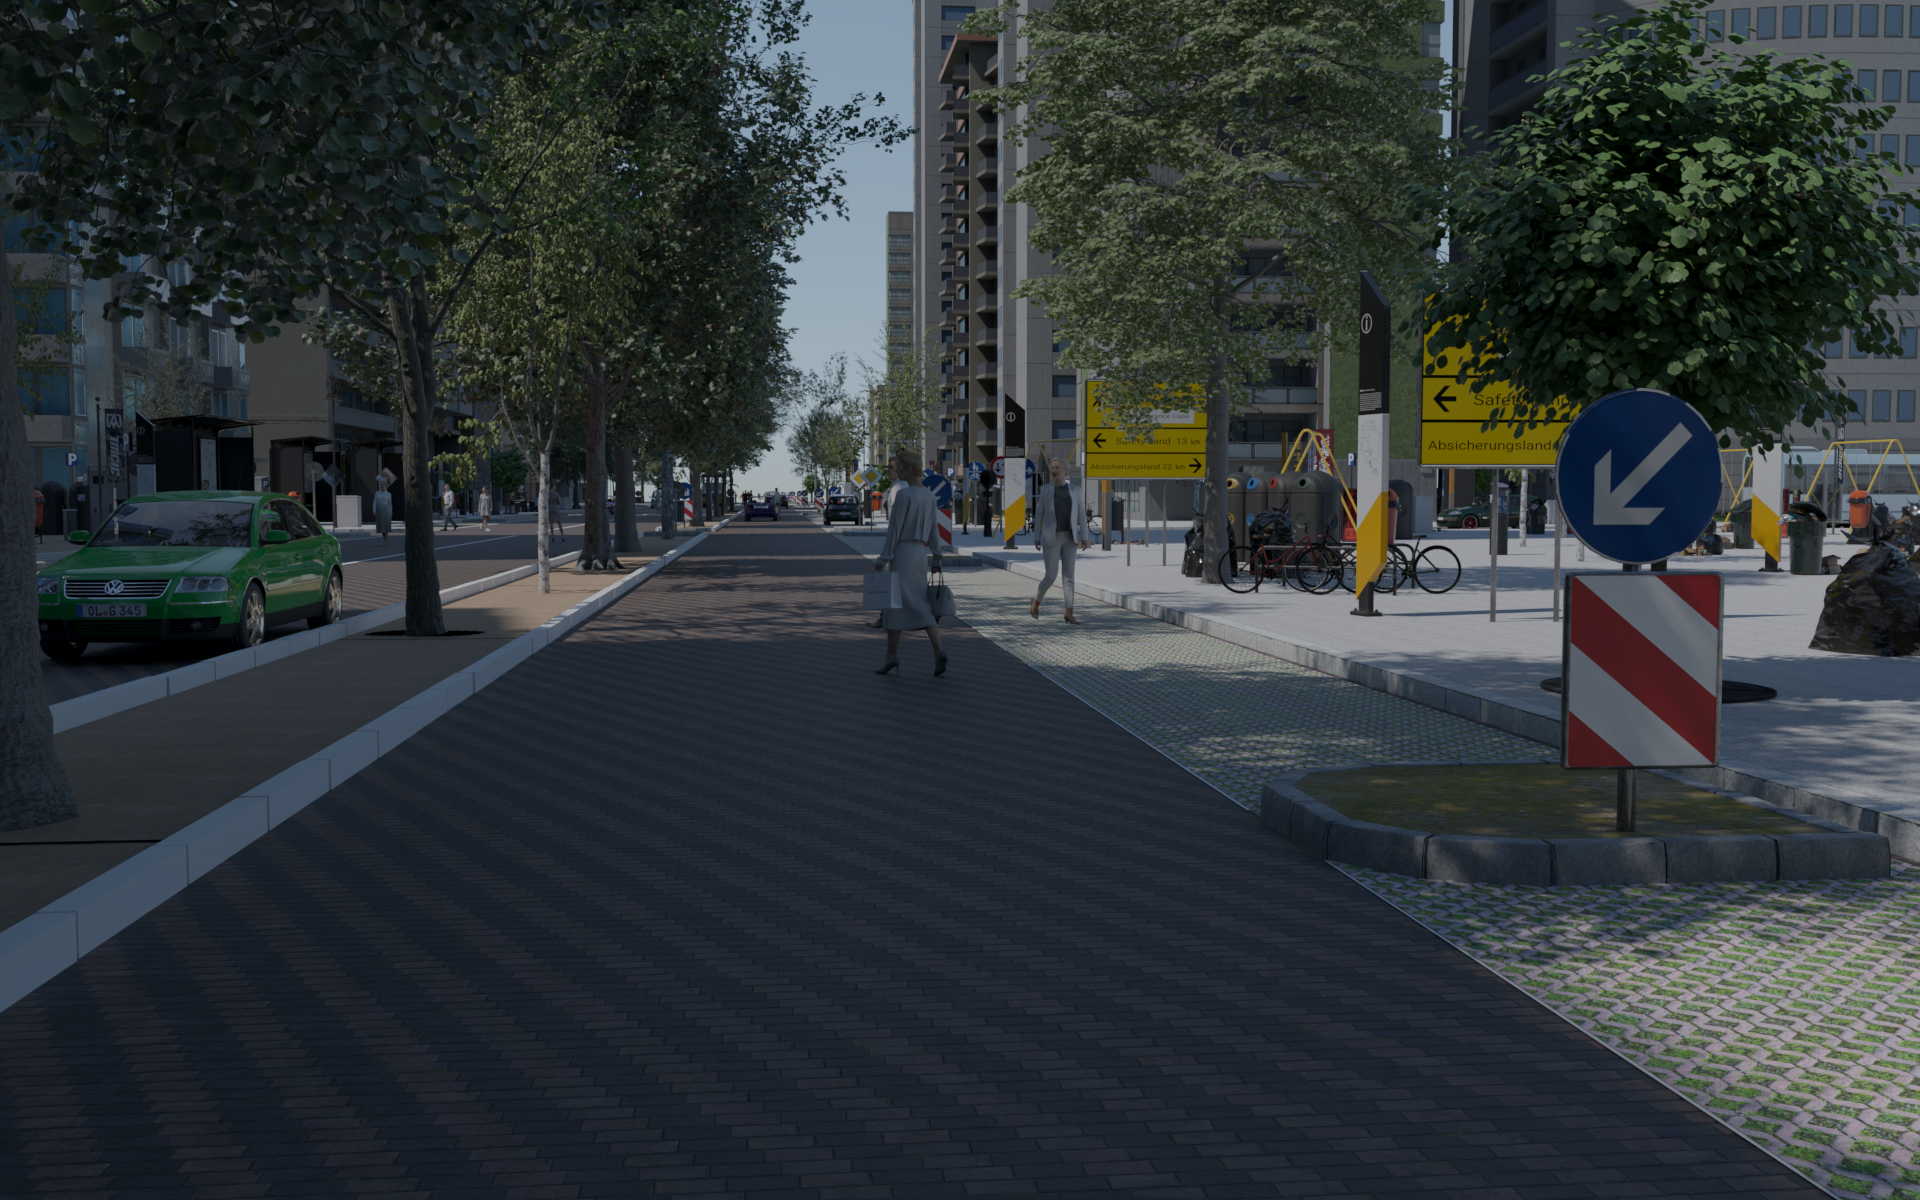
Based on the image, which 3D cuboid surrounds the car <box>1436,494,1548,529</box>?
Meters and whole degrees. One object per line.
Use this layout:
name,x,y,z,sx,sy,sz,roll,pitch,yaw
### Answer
car,20.641,-3.509,67.153,4.222,1.686,2.009,0,4,-6

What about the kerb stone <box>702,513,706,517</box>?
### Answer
kerb stone,-16.900,-5.685,115.147,0.120,0.150,1.000,0,4,-6

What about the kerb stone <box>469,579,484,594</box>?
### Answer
kerb stone,-7.037,-0.167,24.921,0.120,0.150,1.000,0,4,-6

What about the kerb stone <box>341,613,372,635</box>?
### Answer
kerb stone,-6.247,0.268,17.807,0.120,0.150,1.000,0,4,-6

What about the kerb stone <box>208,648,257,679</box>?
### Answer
kerb stone,-5.804,0.518,13.733,0.120,0.150,1.000,0,4,-6

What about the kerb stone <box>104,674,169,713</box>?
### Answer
kerb stone,-5.594,0.643,11.695,0.120,0.150,1.000,0,4,-6

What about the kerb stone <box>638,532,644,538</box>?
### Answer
kerb stone,-10.604,-2.162,57.551,0.120,0.150,1.000,0,4,-6

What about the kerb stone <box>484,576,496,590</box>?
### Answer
kerb stone,-7.137,-0.229,25.947,0.120,0.150,1.000,0,4,-6

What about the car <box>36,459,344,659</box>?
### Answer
car,-7.219,-0.473,16.525,1.959,1.807,4.718,0,4,-6

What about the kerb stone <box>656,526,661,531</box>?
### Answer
kerb stone,-11.783,-2.815,68.270,0.120,0.150,1.000,0,4,-6

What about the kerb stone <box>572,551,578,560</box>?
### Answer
kerb stone,-8.367,-0.915,37.180,0.120,0.150,1.000,0,4,-6

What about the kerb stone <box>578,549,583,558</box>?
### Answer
kerb stone,-8.480,-0.979,38.196,0.120,0.150,1.000,0,4,-6

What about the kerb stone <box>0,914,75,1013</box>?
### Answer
kerb stone,-2.715,1.063,4.808,0.120,0.150,1.000,0,4,-6

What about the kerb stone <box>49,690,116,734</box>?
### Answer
kerb stone,-5.475,0.704,10.679,0.120,0.150,1.000,0,4,-6

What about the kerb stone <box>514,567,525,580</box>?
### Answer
kerb stone,-7.468,-0.417,29.012,0.120,0.150,1.000,0,4,-6

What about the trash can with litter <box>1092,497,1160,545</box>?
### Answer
trash can with litter,4.153,-2.023,44.129,1.678,1.210,2.233,-2,4,-34

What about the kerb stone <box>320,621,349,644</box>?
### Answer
kerb stone,-6.137,0.339,16.791,0.120,0.150,1.000,0,4,-6

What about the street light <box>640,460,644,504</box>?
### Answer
street light,-41.095,-15.369,224.072,0.468,5.910,1.993,0,4,-6

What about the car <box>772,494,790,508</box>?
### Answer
car,-18.074,-10.017,173.561,2.009,1.686,4.222,0,4,-5

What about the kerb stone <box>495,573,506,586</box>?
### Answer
kerb stone,-7.245,-0.289,26.970,0.120,0.150,1.000,0,4,-6

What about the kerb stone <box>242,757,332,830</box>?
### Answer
kerb stone,-3.054,0.877,7.862,0.120,0.150,1.000,0,4,-6

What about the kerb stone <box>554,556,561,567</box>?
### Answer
kerb stone,-8.030,-0.729,34.115,0.120,0.150,1.000,0,4,-6

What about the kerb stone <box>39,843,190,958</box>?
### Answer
kerb stone,-2.831,1.001,5.826,0.120,0.150,1.000,0,4,-6

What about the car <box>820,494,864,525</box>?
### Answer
car,-5.418,-4.295,80.004,2.009,1.686,4.222,0,4,-7

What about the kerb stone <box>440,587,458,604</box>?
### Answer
kerb stone,-6.816,-0.042,22.888,0.120,0.150,1.000,0,4,-6

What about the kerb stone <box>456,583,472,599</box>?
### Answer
kerb stone,-6.922,-0.104,23.905,0.120,0.150,1.000,0,4,-6

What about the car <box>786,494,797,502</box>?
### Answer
car,-27.652,-16.724,283.034,1.945,1.707,3.694,0,4,-8

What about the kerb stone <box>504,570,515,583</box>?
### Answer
kerb stone,-7.363,-0.354,27.986,0.120,0.150,1.000,0,4,-6

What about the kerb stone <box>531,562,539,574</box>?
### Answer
kerb stone,-7.705,-0.542,31.053,0.120,0.150,1.000,0,4,-6

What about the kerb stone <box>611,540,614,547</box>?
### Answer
kerb stone,-9.594,-1.595,48.388,0.120,0.150,1.000,0,4,-6

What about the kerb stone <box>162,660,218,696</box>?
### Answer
kerb stone,-5.692,0.585,12.713,0.120,0.150,1.000,0,4,-6

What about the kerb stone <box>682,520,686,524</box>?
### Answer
kerb stone,-13.438,-3.753,83.553,0.120,0.150,1.000,0,4,-6

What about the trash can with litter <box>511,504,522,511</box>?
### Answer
trash can with litter,-32.755,-7.182,128.491,2.233,1.210,1.678,1,4,19

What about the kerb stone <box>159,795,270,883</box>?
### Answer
kerb stone,-2.944,0.942,6.842,0.120,0.150,1.000,0,4,-6

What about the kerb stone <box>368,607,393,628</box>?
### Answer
kerb stone,-6.362,0.206,18.823,0.120,0.150,1.000,0,4,-6

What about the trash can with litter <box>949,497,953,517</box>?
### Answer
trash can with litter,-0.642,-4.501,84.985,0.624,1.170,1.055,0,4,0

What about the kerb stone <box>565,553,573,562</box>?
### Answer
kerb stone,-8.252,-0.852,36.164,0.120,0.150,1.000,0,4,-6

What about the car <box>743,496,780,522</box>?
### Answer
car,-10.496,-4.835,91.630,1.945,1.354,3.894,0,4,-5

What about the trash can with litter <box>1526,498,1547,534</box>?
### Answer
trash can with litter,18.253,-2.681,55.225,0.624,1.170,1.055,-1,4,-12

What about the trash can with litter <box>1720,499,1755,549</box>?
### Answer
trash can with litter,18.072,-1.768,40.291,1.055,1.170,0.624,-1,4,-13

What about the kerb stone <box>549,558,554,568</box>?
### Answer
kerb stone,-7.927,-0.665,33.098,0.120,0.150,1.000,0,4,-6

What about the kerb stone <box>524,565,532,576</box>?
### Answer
kerb stone,-7.590,-0.480,30.037,0.120,0.150,1.000,0,4,-6

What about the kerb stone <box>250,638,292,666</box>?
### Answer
kerb stone,-5.912,0.458,14.749,0.120,0.150,1.000,0,4,-6

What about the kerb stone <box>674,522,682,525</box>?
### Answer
kerb stone,-13.114,-3.561,80.502,0.120,0.150,1.000,0,4,-6

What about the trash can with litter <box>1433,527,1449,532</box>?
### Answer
trash can with litter,15.927,-2.937,59.079,2.233,1.210,1.678,-2,4,-29

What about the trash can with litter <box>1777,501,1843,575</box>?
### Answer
trash can with litter,13.581,-0.992,27.605,1.055,1.170,0.624,-2,4,-34

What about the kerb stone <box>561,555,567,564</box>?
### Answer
kerb stone,-8.144,-0.786,35.142,0.120,0.150,1.000,0,4,-6

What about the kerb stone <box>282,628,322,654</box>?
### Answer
kerb stone,-6.030,0.393,15.774,0.120,0.150,1.000,0,4,-6

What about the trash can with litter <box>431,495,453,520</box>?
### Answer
trash can with litter,-26.726,-4.641,86.938,2.233,1.210,1.678,1,4,9

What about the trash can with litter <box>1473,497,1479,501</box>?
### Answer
trash can with litter,22.066,-3.764,72.930,1.055,1.170,0.624,-1,4,-21

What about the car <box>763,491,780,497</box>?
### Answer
car,-22.063,-11.962,204.253,2.281,1.827,5.304,0,4,-8

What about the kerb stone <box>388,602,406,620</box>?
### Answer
kerb stone,-6.479,0.145,19.839,0.120,0.150,1.000,0,4,-6

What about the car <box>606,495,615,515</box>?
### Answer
car,-24.782,-6.606,120.596,1.945,1.354,3.894,0,4,-5
